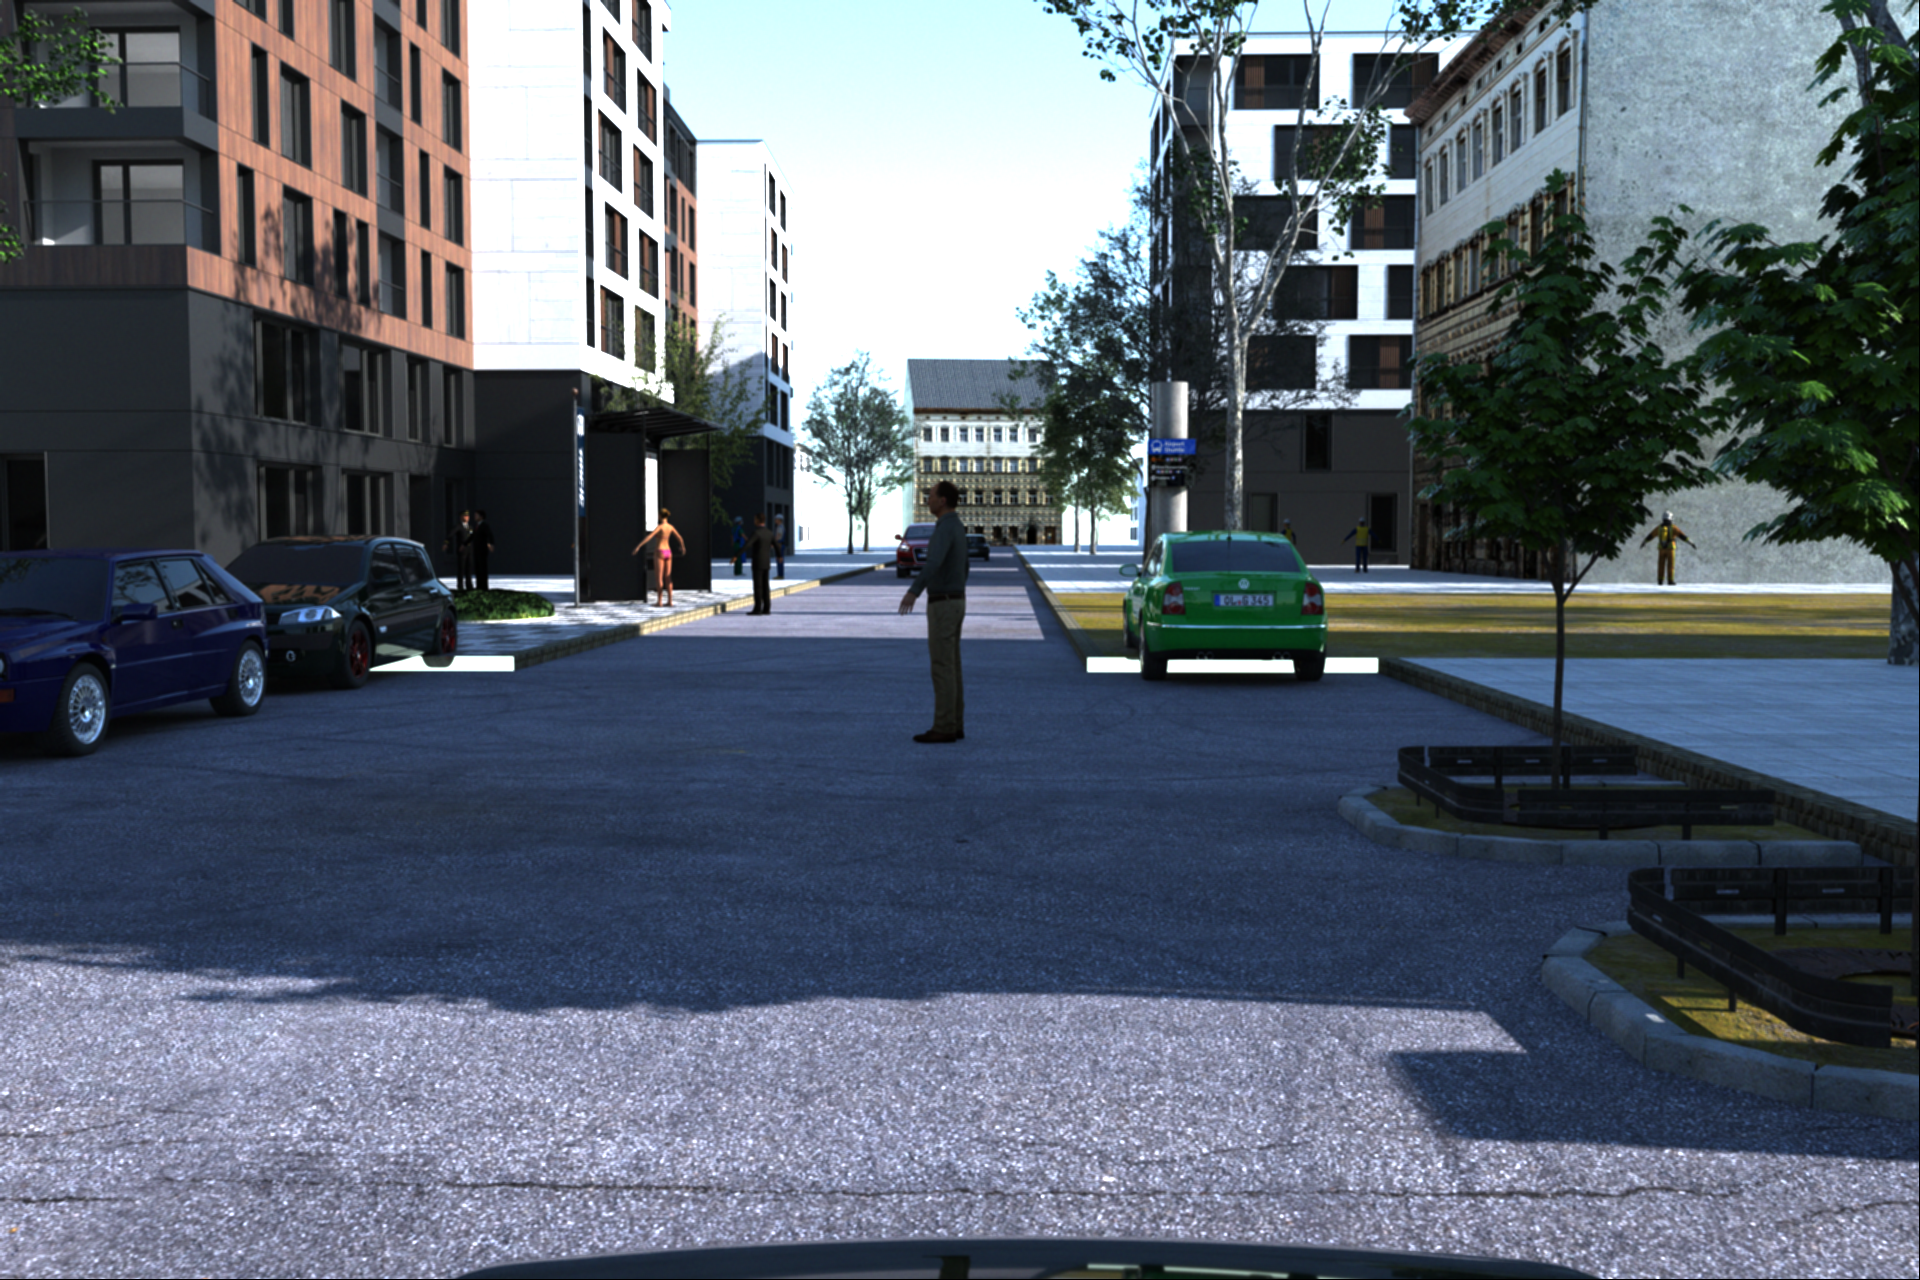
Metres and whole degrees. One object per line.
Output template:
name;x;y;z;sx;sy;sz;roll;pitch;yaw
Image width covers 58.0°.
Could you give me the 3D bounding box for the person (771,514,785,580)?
person;-5.124;-2.634;48.929;0.705;1.847;1.347;0;4;3

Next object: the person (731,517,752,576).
person;-6.764;-2.879;53.192;0.704;1.817;1.347;-2;4;-32

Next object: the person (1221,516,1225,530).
person;7.744;-2.693;50.164;0.705;1.813;1.348;1;4;21

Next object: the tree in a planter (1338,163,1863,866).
tree in a planter;2.925;-0.683;8.396;1.991;3.239;1.994;0;4;1

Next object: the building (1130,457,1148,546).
building;23.850;-15.087;188.814;9.099;9.664;28.070;0;4;2

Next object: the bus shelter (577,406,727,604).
bus shelter;-6.140;-2.676;35.039;1.731;3.624;6.357;0;4;3

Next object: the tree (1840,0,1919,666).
tree;9.575;-9.910;17.922;12.611;20.169;13.585;0;3;0

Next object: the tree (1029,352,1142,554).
tree;8.002;-11.649;108.594;7.486;12.596;7.792;0;3;0

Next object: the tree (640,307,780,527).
tree;-8.354;-6.523;57.007;4.737;8.622;4.395;0;3;0

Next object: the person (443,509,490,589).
person;-11.222;-2.041;39.305;0.705;1.837;1.347;3;4;36

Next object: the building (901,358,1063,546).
building;2.401;-23.393;215.868;18.063;23.208;19.493;0;4;-6

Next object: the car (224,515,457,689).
car;-6.372;-0.457;17.253;2.009;1.686;4.222;0;4;2

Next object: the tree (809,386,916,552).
tree;-6.763;-12.021;122.293;9.928;11.665;9.643;0;3;0

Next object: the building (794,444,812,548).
building;-19.228;-14.115;172.935;9.099;9.664;28.070;0;4;1

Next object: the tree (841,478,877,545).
tree;-12.355;-15.993;211.851;4.737;8.622;4.395;0;3;0

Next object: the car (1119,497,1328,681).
car;2.708;-0.584;18.339;1.959;1.807;4.718;0;4;2

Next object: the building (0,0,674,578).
building;-25.798;-12.730;52.111;27.936;21.610;32.646;0;4;2

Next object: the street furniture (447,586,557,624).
street furniture;-10.847;-0.527;24.240;10.072;0.657;5.734;-1;4;-11

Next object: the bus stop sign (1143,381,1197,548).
bus stop sign;3.650;-2.520;30.213;0.837;3.901;0.837;0;4;1

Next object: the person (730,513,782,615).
person;-3.549;-1.344;30.661;0.704;1.802;1.346;2;4;34

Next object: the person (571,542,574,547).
person;-10.561;-2.610;48.902;0.704;1.802;1.346;1;4;15

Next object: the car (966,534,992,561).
car;0.709;-5.087;92.955;2.009;1.686;4.222;0;4;0

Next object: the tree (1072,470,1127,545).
tree;17.151;-17.005;212.441;7.601;10.594;8.767;1;4;11

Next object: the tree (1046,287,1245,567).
tree;7.058;-8.073;66.413;8.767;10.594;7.601;1;4;21

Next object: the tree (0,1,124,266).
tree;-12.323;-5.609;17.467;9.928;11.665;9.643;0;3;0

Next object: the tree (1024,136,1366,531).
tree;7.116;-8.817;54.531;12.009;13.543;11.850;0;3;0

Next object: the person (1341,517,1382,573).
person;13.377;-3.162;57.666;1.349;1.833;0.705;0;4;6

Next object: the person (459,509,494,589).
person;-10.305;-1.893;37.144;0.705;1.806;1.347;-3;5;-44

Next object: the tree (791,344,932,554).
tree;-6.933;-12.293;111.361;12.009;13.543;11.850;0;3;0

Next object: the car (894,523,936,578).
car;-1.030;-3.034;58.280;2.281;1.827;5.304;0;4;1

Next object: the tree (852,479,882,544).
tree;-11.228;-16.279;216.519;4.360;8.622;3.978;0;3;0

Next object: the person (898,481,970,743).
person;-0.128;-0.201;12.009;0.705;1.796;1.348;1;4;15

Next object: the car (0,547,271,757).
car;-6.460;0.012;12.377;1.945;1.354;3.894;0;4;1

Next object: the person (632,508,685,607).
person;-5.306;-1.458;30.641;0.721;1.733;1.217;3;4;37

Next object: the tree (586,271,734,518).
tree;-8.572;-6.027;48.898;4.360;8.622;3.978;0;3;0

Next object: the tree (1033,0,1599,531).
tree;7.211;-11.099;37.357;12.611;20.169;13.585;0;3;0

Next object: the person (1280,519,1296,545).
person;10.657;-3.084;56.881;1.216;1.772;0.721;-3;5;-42

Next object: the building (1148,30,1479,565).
building;23.255;-14.855;86.859;27.936;21.610;32.646;0;4;2

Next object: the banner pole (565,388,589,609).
banner pole;-6.600;-2.446;30.012;0.401;3.779;0.863;0;4;3

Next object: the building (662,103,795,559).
building;-24.173;-14.934;88.147;27.936;21.610;32.646;0;4;1

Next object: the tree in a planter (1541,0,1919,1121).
tree in a planter;2.842;-0.478;5.032;1.991;3.239;1.994;0;4;1

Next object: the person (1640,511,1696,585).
person;17.771;-2.310;43.530;1.354;1.858;0.705;3;4;39

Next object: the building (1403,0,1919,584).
building;25.346;-13.577;52.910;19.493;23.208;18.063;0;4;1

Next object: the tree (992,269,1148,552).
tree;8.329;-16.329;122.871;12.611;20.169;13.585;0;3;0
